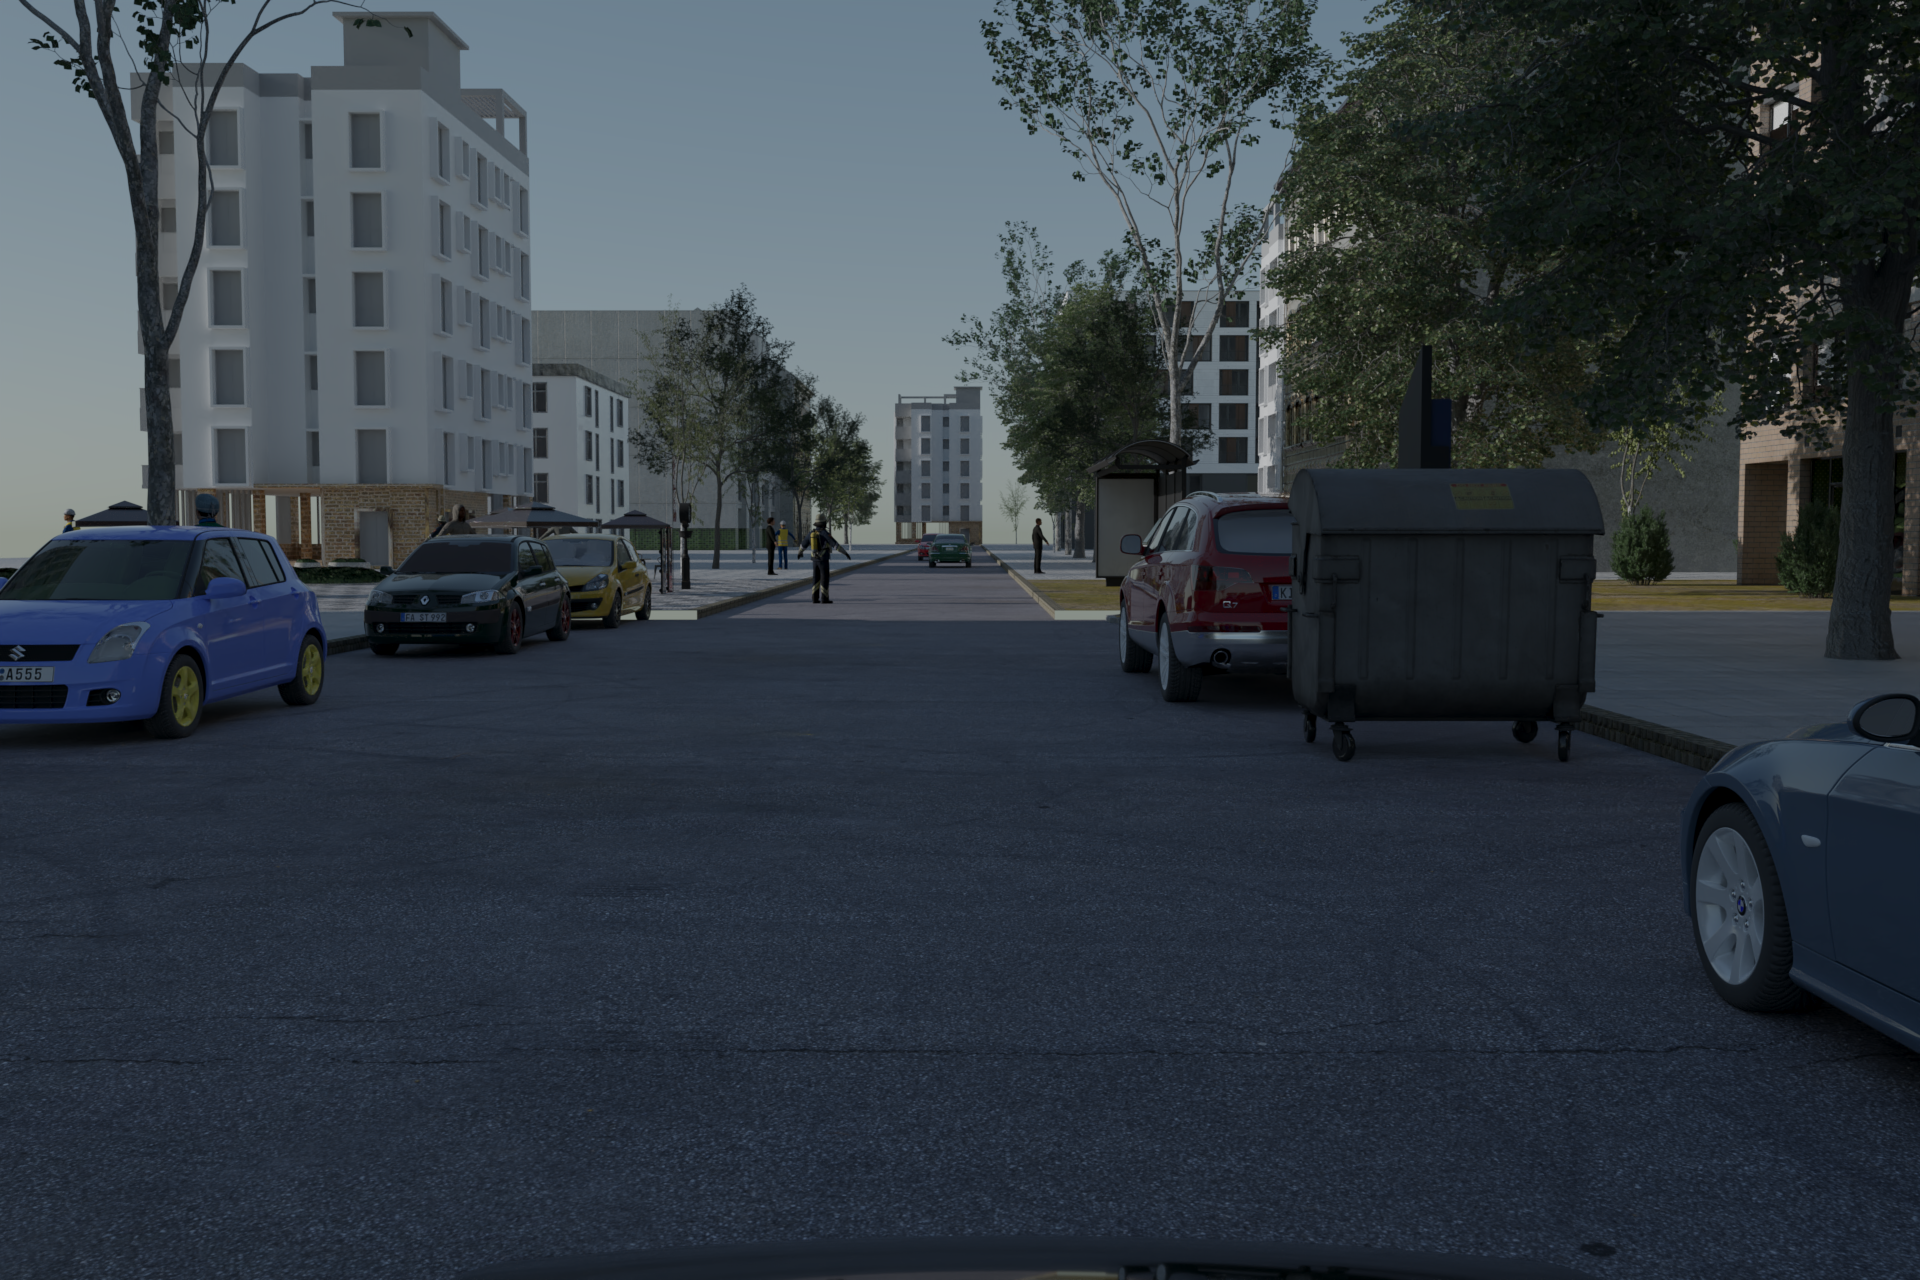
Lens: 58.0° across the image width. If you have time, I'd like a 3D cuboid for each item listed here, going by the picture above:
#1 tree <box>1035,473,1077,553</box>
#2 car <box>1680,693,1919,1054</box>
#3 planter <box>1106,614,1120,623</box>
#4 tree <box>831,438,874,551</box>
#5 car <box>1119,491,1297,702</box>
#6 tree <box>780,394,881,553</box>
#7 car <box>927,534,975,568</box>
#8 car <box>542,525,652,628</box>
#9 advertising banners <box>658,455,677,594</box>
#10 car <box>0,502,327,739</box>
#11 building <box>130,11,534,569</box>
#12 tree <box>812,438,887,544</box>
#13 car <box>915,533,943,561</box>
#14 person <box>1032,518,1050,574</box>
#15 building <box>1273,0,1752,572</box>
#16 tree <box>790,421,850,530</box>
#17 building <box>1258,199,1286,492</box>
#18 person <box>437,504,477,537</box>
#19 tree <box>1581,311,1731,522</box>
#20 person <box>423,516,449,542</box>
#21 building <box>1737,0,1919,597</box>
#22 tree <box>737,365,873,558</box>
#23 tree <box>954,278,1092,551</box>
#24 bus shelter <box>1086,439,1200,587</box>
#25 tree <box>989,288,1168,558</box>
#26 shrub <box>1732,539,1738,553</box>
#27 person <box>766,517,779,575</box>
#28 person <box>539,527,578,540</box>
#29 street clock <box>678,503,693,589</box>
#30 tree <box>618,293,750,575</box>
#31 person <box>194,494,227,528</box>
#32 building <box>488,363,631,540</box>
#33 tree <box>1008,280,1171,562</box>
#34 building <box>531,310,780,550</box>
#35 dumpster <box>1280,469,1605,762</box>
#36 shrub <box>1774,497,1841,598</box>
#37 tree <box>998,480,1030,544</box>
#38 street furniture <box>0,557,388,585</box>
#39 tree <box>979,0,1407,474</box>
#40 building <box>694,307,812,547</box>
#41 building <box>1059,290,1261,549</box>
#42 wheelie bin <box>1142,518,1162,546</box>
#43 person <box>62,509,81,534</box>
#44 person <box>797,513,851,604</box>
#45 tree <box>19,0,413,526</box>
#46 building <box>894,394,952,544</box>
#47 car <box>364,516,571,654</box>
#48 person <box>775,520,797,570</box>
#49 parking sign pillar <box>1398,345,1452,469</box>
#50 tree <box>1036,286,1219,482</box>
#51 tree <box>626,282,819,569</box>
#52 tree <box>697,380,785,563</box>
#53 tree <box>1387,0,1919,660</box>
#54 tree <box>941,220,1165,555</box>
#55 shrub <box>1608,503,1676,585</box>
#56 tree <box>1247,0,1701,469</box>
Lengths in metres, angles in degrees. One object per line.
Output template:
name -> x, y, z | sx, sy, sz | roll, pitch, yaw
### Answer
tree -> 6.308, -10.235, 117.704 | 4.360, 8.622, 3.978 | 0, 3, 0
car -> 3.172, 0.506, 3.732 | 2.014, 1.417, 4.499 | 0, 4, 0
planter -> 3.409, -0.442, 28.365 | 1.991, 0.319, 1.994 | 0, 3, 0
tree -> -8.385, -11.104, 131.918 | 4.737, 8.622, 4.395 | 0, 3, 0
car -> 2.716, -0.468, 16.332 | 2.281, 1.827, 5.304 | 0, 4, -1
tree -> -8.959, -11.093, 115.787 | 8.767, 10.594, 7.601 | 3, 5, 44
car -> -0.406, -3.873, 75.129 | 2.131, 1.459, 4.920 | 0, 4, 1
car -> -6.033, -1.057, 27.504 | 2.015, 1.641, 3.980 | 0, 4, 0
advertising banners -> -6.370, -2.552, 37.906 | 0.090, 3.025, 2.074 | 0, 4, 1
car -> -6.261, -0.223, 13.240 | 1.945, 1.707, 3.694 | 0, 3, 0
building -> -24.117, -12.711, 64.253 | 16.016, 20.090, 11.380 | 0, 4, 1
tree -> -14.381, -19.165, 220.005 | 9.857, 13.997, 8.962 | 0, 3, 0
car -> -1.371, -5.214, 94.283 | 2.155, 1.783, 4.494 | 0, 4, 0
person -> 2.561, -3.050, 56.088 | 0.704, 1.802, 1.346 | -1, 4, -18
building -> 23.231, -14.396, 66.302 | 19.493, 23.208, 18.063 | 0, 4, 1
tree -> -8.419, -9.540, 106.334 | 4.737, 8.622, 4.395 | 0, 3, 0
building -> 22.257, -14.793, 98.288 | 16.016, 20.090, 11.380 | 0, 3, 0
person -> -8.849, -1.503, 30.702 | 0.705, 1.813, 1.348 | 2, 4, 35
tree -> 18.905, -5.978, 48.095 | 4.737, 8.622, 4.395 | 0, 3, 0
person -> -16.100, -2.939, 53.840 | 0.705, 1.856, 1.354 | 3, 5, 41
building -> 29.107, -12.992, 18.996 | 21.656, 26.213, 47.522 | 0, 4, 0
tree -> -8.611, -9.815, 94.880 | 8.767, 10.594, 7.601 | 1, 4, 12
tree -> 6.366, -16.659, 128.260 | 12.611, 20.169, 13.585 | 0, 3, 0
bus shelter -> 4.095, -2.799, 39.683 | 2.014, 3.302, 5.546 | 0, 3, 0
tree -> 6.377, -11.322, 91.769 | 9.857, 13.997, 8.962 | 0, 3, 0
shrub -> 20.945, -2.492, 44.790 | 1.661, 2.075, 1.752 | 0, 3, 0
person -> -5.879, -2.934, 54.164 | 0.705, 1.806, 1.347 | -1, 4, -14
person -> -9.302, -2.095, 40.525 | 1.348, 1.796, 0.705 | -1, 4, -16
street clock -> -6.374, -2.181, 40.234 | 0.358, 2.002, 0.471 | 0, 4, 0
tree -> -8.905, -6.336, 53.956 | 4.360, 8.622, 3.978 | 0, 3, 0
person -> -7.175, -0.484, 16.494 | 0.704, 1.817, 1.347 | 3, 4, 38
building -> -23.395, -9.614, 99.340 | 9.099, 9.664, 28.070 | 0, 4, 0
tree -> 6.008, -9.799, 78.343 | 7.486, 12.596, 7.792 | 0, 3, 0
building -> -26.076, -17.512, 152.770 | 16.747, 18.905, 31.486 | 0, 4, 0
dumpster -> 3.115, -0.193, 11.370 | 1.865, 1.857, 1.264 | 0, 4, 0
shrub -> 17.179, -1.854, 34.728 | 1.690, 2.028, 1.600 | 0, 3, 0
tree -> 7.558, -16.805, 225.124 | 4.360, 8.622, 3.978 | 0, 3, 0
street furniture -> -19.927, -1.770, 44.565 | 10.072, 0.657, 5.734 | -1, 4, -15
tree -> 7.614, -11.844, 49.543 | 12.611, 20.169, 13.585 | 0, 3, 0
building -> -25.372, -21.191, 177.399 | 19.493, 23.208, 18.063 | 0, 4, 0
building -> 22.907, -19.435, 161.739 | 27.936, 21.610, 32.646 | 0, 3, 0
wheelie bin -> 3.879, -1.551, 33.270 | 0.693, 1.594, 0.980 | 0, 4, -1
person -> -19.323, -1.934, 37.584 | 0.705, 1.833, 1.349 | 0, 4, -5
person -> -2.850, -1.679, 35.683 | 1.354, 1.856, 0.705 | 2, 4, 33
tree -> -12.464, -10.262, 23.678 | 12.611, 20.169, 13.585 | 0, 3, 0
building -> -8.084, -22.397, 225.070 | 11.380, 20.090, 16.016 | -1, 4, -8
car -> -6.130, -0.738, 21.849 | 2.009, 1.686, 4.222 | 0, 4, 0
person -> -6.433, -3.434, 62.607 | 1.216, 1.772, 0.721 | -2, 4, -30
parking sign pillar -> 6.792, -2.260, 25.428 | 1.447, 3.967, 1.447 | 0, 4, 0
tree -> 6.316, -8.042, 65.906 | 7.601, 10.594, 8.767 | -2, 4, -25
tree -> -8.666, -7.900, 63.583 | 7.601, 10.594, 8.767 | -1, 4, -12
tree -> -8.862, -7.683, 75.984 | 4.360, 8.622, 3.978 | 0, 3, 0
tree -> 9.252, -6.786, 17.607 | 9.857, 13.997, 8.962 | 0, 3, 0
tree -> 5.290, -15.312, 106.232 | 12.611, 20.169, 13.585 | 0, 3, 0
shrub -> 17.140, -2.412, 43.481 | 1.661, 2.075, 1.752 | 0, 3, 0
tree -> 10.490, -7.920, 36.156 | 9.857, 13.997, 8.962 | 0, 3, 0
